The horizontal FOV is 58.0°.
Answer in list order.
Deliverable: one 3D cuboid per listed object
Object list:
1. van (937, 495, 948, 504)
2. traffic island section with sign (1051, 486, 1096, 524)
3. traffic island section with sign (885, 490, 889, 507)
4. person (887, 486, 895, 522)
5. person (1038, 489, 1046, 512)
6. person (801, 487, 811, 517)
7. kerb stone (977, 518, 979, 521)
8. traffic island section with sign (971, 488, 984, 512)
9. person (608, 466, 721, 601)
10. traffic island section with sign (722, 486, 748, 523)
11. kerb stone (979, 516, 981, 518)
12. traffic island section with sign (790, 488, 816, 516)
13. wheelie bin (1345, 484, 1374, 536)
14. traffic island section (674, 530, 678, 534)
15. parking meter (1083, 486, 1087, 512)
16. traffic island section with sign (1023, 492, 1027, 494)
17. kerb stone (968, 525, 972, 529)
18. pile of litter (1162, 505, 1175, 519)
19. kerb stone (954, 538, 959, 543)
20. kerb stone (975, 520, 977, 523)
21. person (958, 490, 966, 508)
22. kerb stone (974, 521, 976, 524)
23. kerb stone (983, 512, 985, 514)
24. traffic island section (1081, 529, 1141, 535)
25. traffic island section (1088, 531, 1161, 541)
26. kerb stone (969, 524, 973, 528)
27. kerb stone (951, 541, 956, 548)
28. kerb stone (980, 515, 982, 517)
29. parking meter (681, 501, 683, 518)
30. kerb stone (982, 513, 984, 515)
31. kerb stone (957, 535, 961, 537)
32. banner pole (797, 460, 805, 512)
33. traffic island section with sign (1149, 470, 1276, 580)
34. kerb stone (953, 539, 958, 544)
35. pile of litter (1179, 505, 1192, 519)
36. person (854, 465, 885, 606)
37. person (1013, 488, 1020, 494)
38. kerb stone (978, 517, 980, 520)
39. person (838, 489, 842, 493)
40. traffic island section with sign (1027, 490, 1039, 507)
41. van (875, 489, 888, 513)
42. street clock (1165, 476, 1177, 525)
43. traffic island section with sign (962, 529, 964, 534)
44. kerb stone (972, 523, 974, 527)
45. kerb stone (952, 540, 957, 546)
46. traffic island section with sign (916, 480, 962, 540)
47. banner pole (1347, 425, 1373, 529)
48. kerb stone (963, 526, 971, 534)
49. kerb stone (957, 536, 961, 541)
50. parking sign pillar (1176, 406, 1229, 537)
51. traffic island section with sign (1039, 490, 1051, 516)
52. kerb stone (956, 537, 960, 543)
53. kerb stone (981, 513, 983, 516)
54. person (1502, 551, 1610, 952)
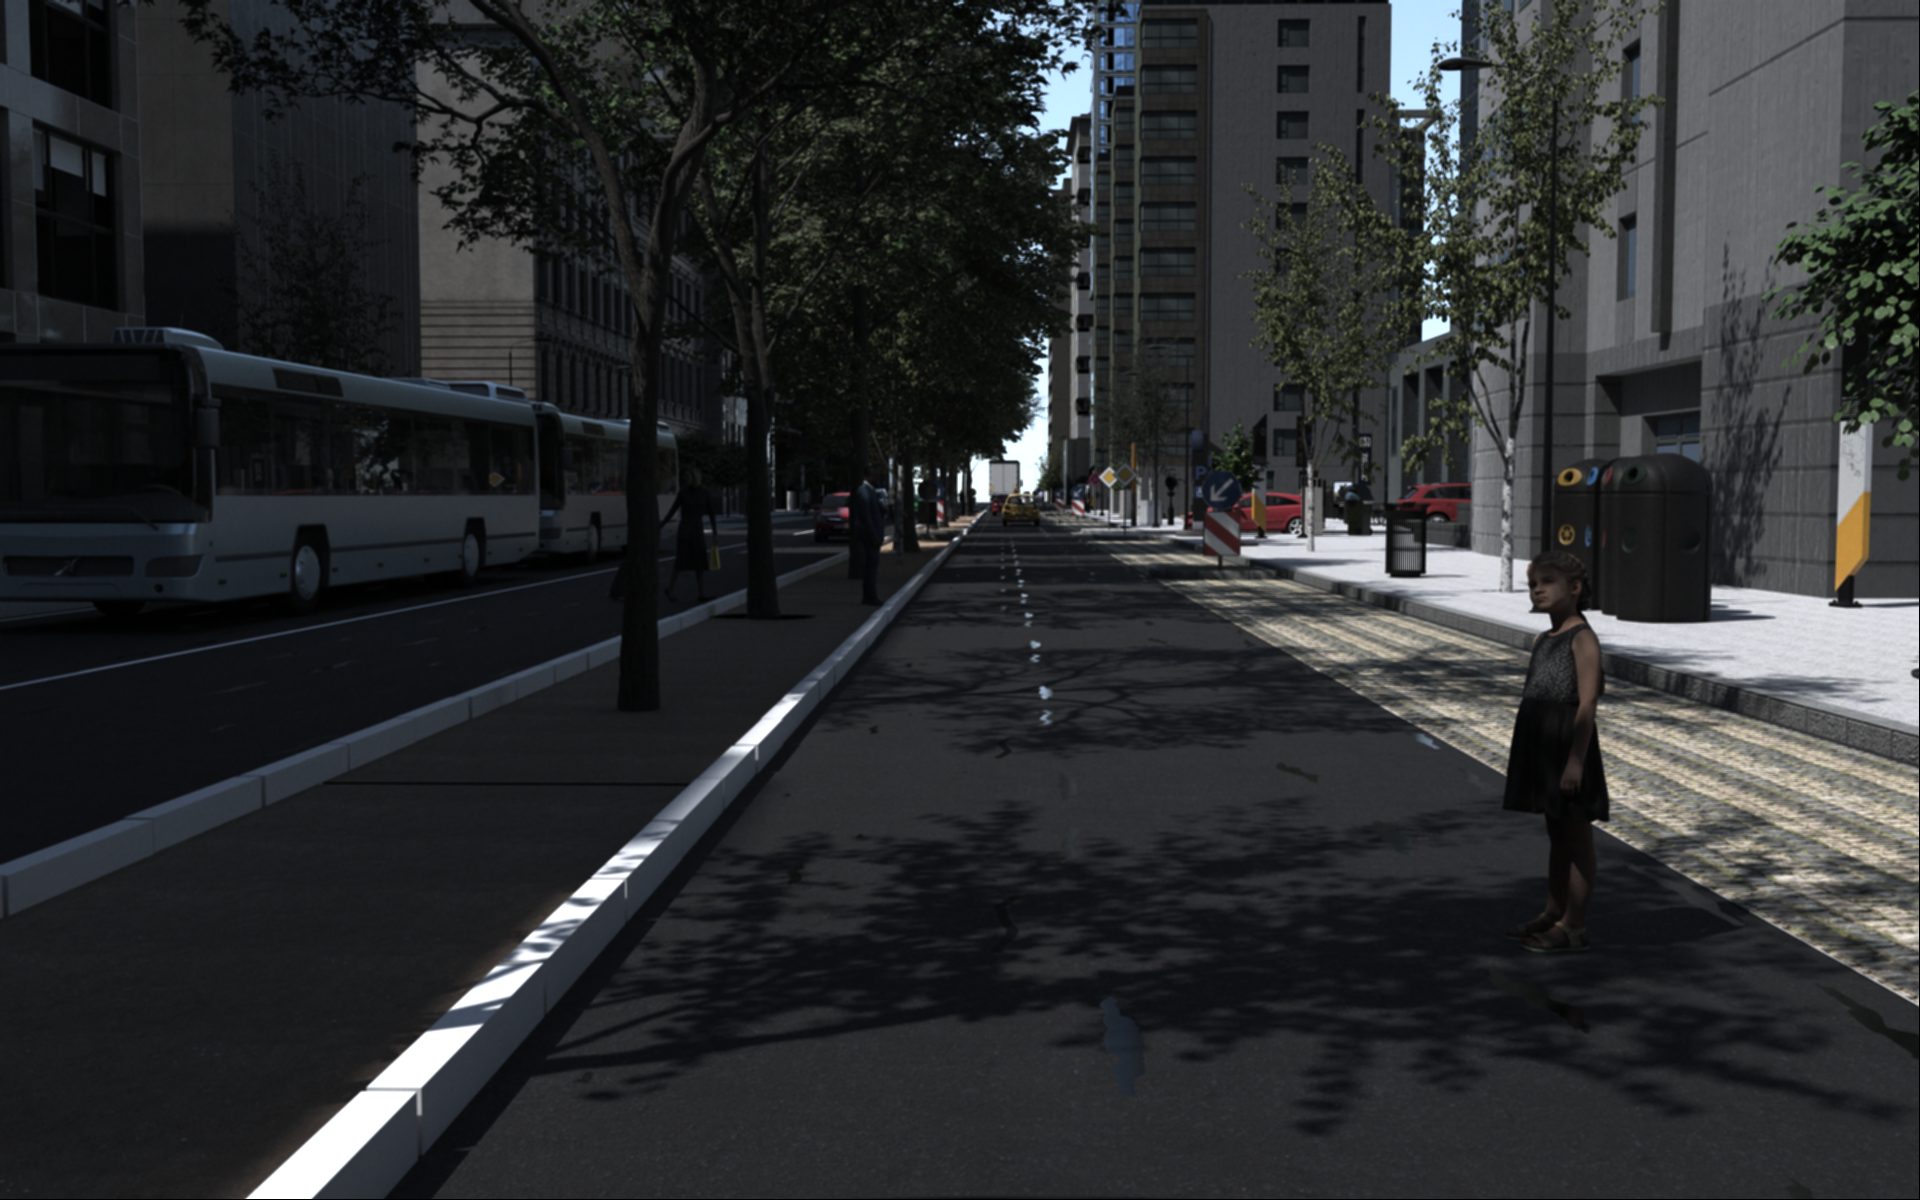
[{"bbox_3d":[-2.719,-15.376,258.412,2.013,2.044,4.112,0,4,2],"label":"van"},{"bbox_3d":[5.607,-4.640,84.498,1.989,1.847,2.006,0,4,1],"label":"traffic island section with sign"},{"bbox_3d":[-8.080,-11.077,189.737,1.989,1.847,2.006,0,4,1],"label":"traffic island section with sign"},{"bbox_3d":[-3.426,-4.867,87.880,0.655,1.846,0.447,2,4,26],"label":"person"},{"bbox_3d":[6.723,-8.154,141.686,0.709,1.838,0.599,2,4,31],"label":"person"},{"bbox_3d":[-9.512,-6.054,107.324,0.795,1.843,0.661,3,5,42],"label":"person"},{"bbox_3d":[0.727,-3.822,84.714,0.120,0.150,1.000,0,4,1],"label":"kerb stone"},{"bbox_3d":[0.938,-7.899,137.283,2.006,1.907,1.989,0,4,1],"label":"traffic island section with sign"},{"bbox_3d":[-3.926,-0.892,23.303,1.509,1.804,0.699,2,4,26],"label":"person"},{"bbox_3d":[-10.603,-4.699,85.456,1.989,1.847,2.006,0,4,1],"label":"traffic island section with sign"},{"bbox_3d":[0.887,-4.199,90.881,0.120,0.150,1.000,0,4,1],"label":"kerb stone"},{"bbox_3d":[-9.957,-6.347,112.403,1.989,1.847,2.006,0,4,1],"label":"traffic island section with sign"},{"bbox_3d":[12.314,-2.789,53.516,0.980,1.594,0.693,-3,5,-42],"label":"wheelie bin"},{"bbox_3d":[-11.150,-2.476,62.758,2.009,0.180,2.903,0,4,1],"label":"traffic island section"},{"bbox_3d":[9.106,-7.317,125.343,0.399,1.863,0.255,-2,4,-25],"label":"parking meter"},{"bbox_3d":[8.134,-11.052,189.330,1.989,1.847,2.006,0,4,1],"label":"traffic island section with sign"},{"bbox_3d":[0.284,-2.696,66.274,0.120,0.150,1.000,0,4,1],"label":"kerb stone"},{"bbox_3d":[10.474,-4.598,89.142,1.176,0.858,1.719,1,4,9],"label":"pile of litter"},{"bbox_3d":[-0.173,-1.536,47.318,0.120,0.150,1.000,0,4,1],"label":"kerb stone"},{"bbox_3d":[0.582,-3.448,78.576,0.120,0.150,1.000,0,4,1],"label":"kerb stone"},{"bbox_3d":[0.119,-10.442,179.328,1.348,1.812,0.705,-1,4,-20],"label":"person"},{"bbox_3d":[0.508,-3.261,75.506,0.120,0.150,1.000,0,4,1],"label":"kerb stone"},{"bbox_3d":[1.328,-5.326,109.316,0.120,0.150,1.000,0,4,1],"label":"kerb stone"},{"bbox_3d":[5.387,-2.451,62.355,2.009,0.180,2.903,0,4,1],"label":"traffic island section"},{"bbox_3d":[5.194,-1.963,54.373,2.009,0.180,2.903,0,4,1],"label":"traffic island section"},{"bbox_3d":[0.335,-2.818,68.321,0.120,0.150,1.000,0,4,1],"label":"kerb stone"},{"bbox_3d":[-0.246,-1.349,44.245,0.120,0.150,1.000,0,4,1],"label":"kerb stone"},{"bbox_3d":[1.005,-4.513,96.011,0.120,0.150,1.000,0,4,1],"label":"kerb stone"},{"bbox_3d":[-13.320,-4.611,83.806,0.372,1.533,0.369,0,3,0],"label":"parking meter"},{"bbox_3d":[1.207,-5.015,104.194,0.120,0.150,1.000,0,4,1],"label":"kerb stone"},{"bbox_3d":[-0.100,-1.724,50.385,0.120,0.150,1.000,0,4,1],"label":"kerb stone"},{"bbox_3d":[-11.651,-8.396,127.295,0.401,3.779,0.863,3,4,37],"label":"banner pole"},{"bbox_3d":[4.275,-1.288,29.682,1.989,1.847,2.006,0,4,1],"label":"traffic island section with sign"},{"bbox_3d":[-0.199,-1.474,46.296,0.120,0.150,1.000,0,4,1],"label":"kerb stone"},{"bbox_3d":[12.073,-4.680,90.483,1.176,0.858,1.719,0,4,-7],"label":"pile of litter"},{"bbox_3d":[-1.152,-0.832,22.292,0.419,1.800,0.721,0,4,-5],"label":"person"},{"bbox_3d":[3.943,-6.812,119.843,0.580,1.828,0.573,2,4,25],"label":"person"},{"bbox_3d":[0.806,-4.010,87.806,0.120,0.150,1.000,0,4,1],"label":"kerb stone"},{"bbox_3d":[-7.425,-5.914,105.557,0.716,1.782,0.532,-1,4,-22],"label":"person"},{"bbox_3d":[7.455,-9.352,161.529,1.989,1.847,2.006,0,4,1],"label":"traffic island section with sign"},{"bbox_3d":[-6.417,-7.587,131.057,2.013,2.044,4.112,0,4,3],"label":"van"},{"bbox_3d":[8.674,-4.076,71.214,0.358,2.002,0.471,-3,4,-37],"label":"street clock"},{"bbox_3d":[-0.868,-3.305,62.167,2.006,1.907,1.989,0,4,1],"label":"traffic island section with sign"},{"bbox_3d":[0.387,-2.946,70.380,0.120,0.150,1.000,0,4,1],"label":"kerb stone"},{"bbox_3d":[-0.222,-1.411,45.267,0.120,0.150,1.000,0,4,1],"label":"kerb stone"},{"bbox_3d":[-1.056,-2.852,54.762,2.006,1.907,1.989,0,4,1],"label":"traffic island section with sign"},{"bbox_3d":[14.556,-4.464,63.001,0.863,3.779,0.401,1,4,20],"label":"banner pole"},{"bbox_3d":[0.255,-2.627,65.253,0.120,0.150,1.000,0,4,1],"label":"kerb stone"},{"bbox_3d":[-0.128,-1.662,49.362,0.120,0.150,1.000,0,4,1],"label":"kerb stone"},{"bbox_3d":[7.299,-3.925,52.654,1.447,3.967,1.447,0,4,6],"label":"parking sign pillar"},{"bbox_3d":[6.250,-6.289,111.445,1.989,1.847,2.006,0,4,1],"label":"traffic island section with sign"},{"bbox_3d":[-0.143,-1.599,48.340,0.120,0.150,1.000,0,4,1],"label":"kerb stone"},{"bbox_3d":[1.154,-4.890,102.148,0.120,0.150,1.000,0,4,1],"label":"kerb stone"},{"bbox_3d":[1.874,0.471,5.464,0.373,1.253,0.362,0,4,-7],"label":"person"}]
